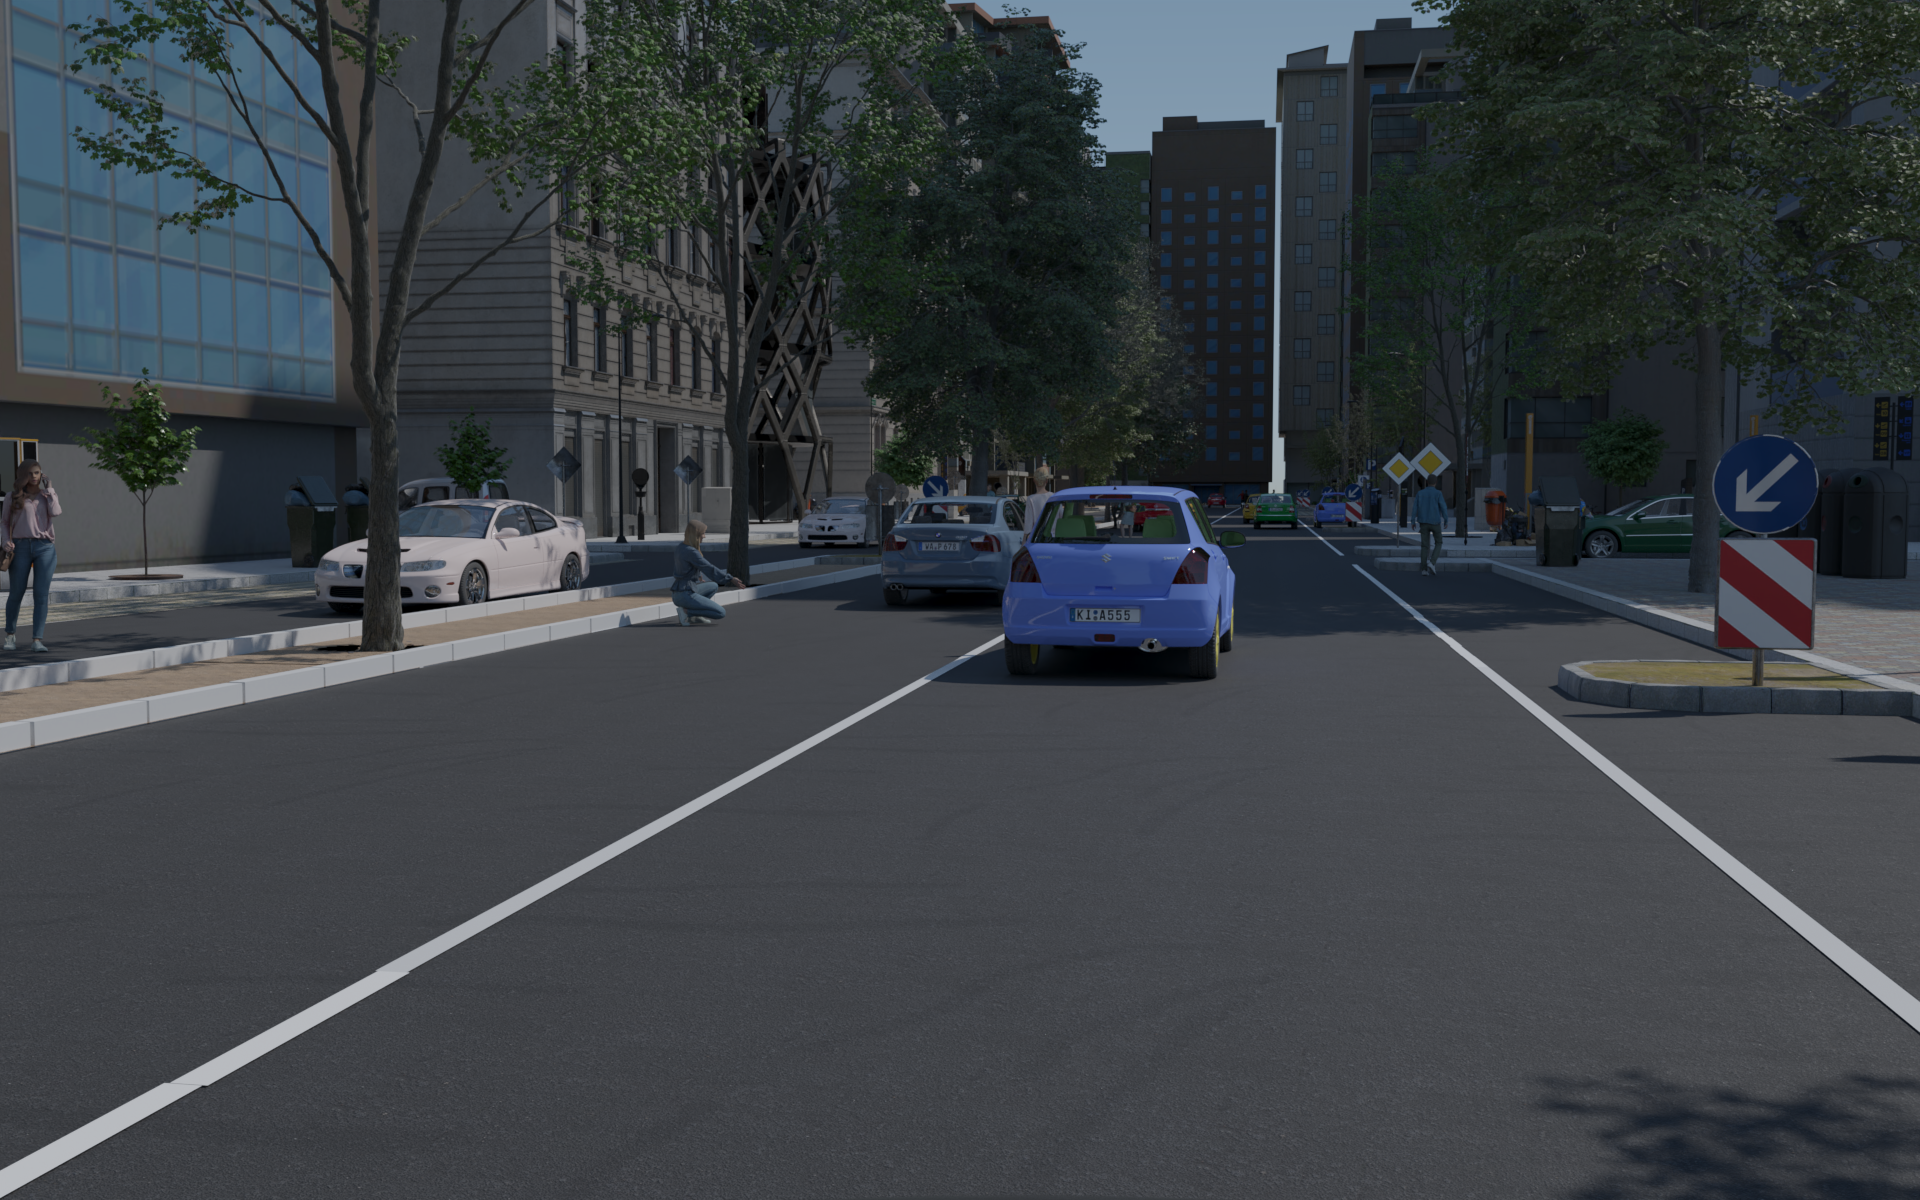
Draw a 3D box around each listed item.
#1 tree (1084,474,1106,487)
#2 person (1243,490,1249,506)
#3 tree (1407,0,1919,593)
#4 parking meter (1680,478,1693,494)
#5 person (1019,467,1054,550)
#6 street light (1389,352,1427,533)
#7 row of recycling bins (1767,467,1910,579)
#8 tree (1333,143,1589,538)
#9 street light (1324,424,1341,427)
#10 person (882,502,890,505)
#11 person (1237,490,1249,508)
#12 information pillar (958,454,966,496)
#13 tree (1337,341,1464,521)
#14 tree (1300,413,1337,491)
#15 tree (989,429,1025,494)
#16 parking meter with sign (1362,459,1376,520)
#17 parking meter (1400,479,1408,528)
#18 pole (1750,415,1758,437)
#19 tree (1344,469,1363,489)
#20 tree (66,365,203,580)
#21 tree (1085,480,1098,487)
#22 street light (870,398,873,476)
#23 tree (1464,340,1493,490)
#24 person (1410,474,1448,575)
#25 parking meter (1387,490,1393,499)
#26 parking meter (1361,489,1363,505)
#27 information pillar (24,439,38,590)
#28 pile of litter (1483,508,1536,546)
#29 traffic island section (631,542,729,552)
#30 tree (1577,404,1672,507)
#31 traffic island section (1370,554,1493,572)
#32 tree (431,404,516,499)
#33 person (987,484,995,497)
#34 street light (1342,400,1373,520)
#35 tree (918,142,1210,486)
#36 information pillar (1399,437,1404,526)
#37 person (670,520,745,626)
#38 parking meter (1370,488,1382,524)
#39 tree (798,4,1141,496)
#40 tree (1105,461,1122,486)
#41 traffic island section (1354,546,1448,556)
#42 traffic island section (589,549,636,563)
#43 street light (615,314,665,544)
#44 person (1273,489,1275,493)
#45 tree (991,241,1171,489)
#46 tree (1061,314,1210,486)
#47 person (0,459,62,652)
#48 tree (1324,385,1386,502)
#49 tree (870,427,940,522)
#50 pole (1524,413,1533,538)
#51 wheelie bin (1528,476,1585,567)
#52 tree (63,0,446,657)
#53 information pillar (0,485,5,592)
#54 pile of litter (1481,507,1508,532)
[{"bbox_3d":[13.362,-11.793,176.535,4.285,4.588,4.351,0,3,0],"label":"tree"},{"bbox_3d":[25.226,-8.807,152.516,0.705,1.821,1.348,-2,4,-24],"label":"person"},{"bbox_3d":[9.383,-6.384,22.511,7.486,12.596,7.792,0,3,0],"label":"tree"},{"bbox_3d":[26.054,-3.452,62.145,0.255,1.863,0.399,0,4,-8],"label":"parking meter"},{"bbox_3d":[1.114,-0.655,19.884,0.731,1.740,0.598,-3,5,-42],"label":"person"},{"bbox_3d":[14.690,-5.155,56.830,1.470,5.913,1.316,1,4,10],"label":"street light"},{"bbox_3d":[14.064,-1.266,27.807,1.069,1.692,3.534,0,4,2],"label":"row of recycling bins"},{"bbox_3d":[14.787,-7.648,50.803,9.928,11.665,9.643,0,3,0],"label":"tree"},{"bbox_3d":[24.888,-8.716,115.045,1.470,5.913,1.316,1,4,10],"label":"street light"},{"bbox_3d":[-2.456,-2.754,54.539,0.512,1.701,0.522,0,4,-8],"label":"person"},{"bbox_3d":[29.637,-10.585,181.502,1.348,1.831,0.705,0,4,-5],"label":"person"},{"bbox_3d":[0.106,-6.636,99.855,0.504,3.616,0.183,2,4,34],"label":"information pillar"},{"bbox_3d":[20.927,-8.067,82.255,4.737,8.622,4.395,0,3,0],"label":"tree"},{"bbox_3d":[33.248,-12.615,156.624,4.737,8.622,4.395,0,3,0],"label":"tree"},{"bbox_3d":[3.501,-10.145,116.231,4.360,8.622,3.978,0,3,0],"label":"tree"},{"bbox_3d":[20.653,-5.584,87.557,0.543,3.016,1.738,0,4,4],"label":"parking meter with sign"},{"bbox_3d":[16.914,-3.686,65.970,0.255,1.863,0.399,1,4,13],"label":"parking meter"},{"bbox_3d":[20.521,-3.119,44.843,0.158,3.312,0.155,0,3,0],"label":"pole"},{"bbox_3d":[27.049,-7.614,119.093,1.663,3.219,1.824,0,3,0],"label":"tree"},{"bbox_3d":[-12.191,-1.926,26.099,1.663,3.219,1.824,0,3,0],"label":"tree"},{"bbox_3d":[12.534,-10.629,168.378,1.663,3.219,1.824,0,3,0],"label":"tree"},{"bbox_3d":[-3.251,-6.199,73.899,1.470,5.913,1.316,1,4,10],"label":"street light"},{"bbox_3d":[25.916,-8.147,83.562,4.737,8.622,4.395,0,3,0],"label":"tree"},{"bbox_3d":[8.245,-1.320,30.418,0.601,1.785,0.444,2,4,32],"label":"person"},{"bbox_3d":[27.486,-6.253,110.644,0.372,1.533,0.369,0,3,0],"label":"parking meter"},{"bbox_3d":[21.762,-5.181,93.115,0.372,1.533,0.369,0,3,0],"label":"parking meter"},{"bbox_3d":[-12.585,-1.147,23.252,0.304,2.012,0.304,1,4,14],"label":"information pillar"},{"bbox_3d":[13.969,-1.766,42.839,1.719,0.858,1.176,1,4,11],"label":"pile of litter"},{"bbox_3d":[-6.990,-1.357,44.463,2.009,0.180,2.903,1,4,10],"label":"traffic island section"},{"bbox_3d":[24.342,-4.880,63.503,4.285,4.588,4.351,0,3,0],"label":"tree"},{"bbox_3d":[9.094,-0.688,33.523,2.009,0.180,2.903,1,4,10],"label":"traffic island section"},{"bbox_3d":[-10.443,-2.622,37.470,1.663,3.219,1.824,0,3,0],"label":"tree"},{"bbox_3d":[1.213,-3.700,68.861,0.748,1.841,0.638,-2,4,-33],"label":"person"},{"bbox_3d":[19.863,-6.936,85.937,1.470,5.913,1.316,1,4,10],"label":"street light"},{"bbox_3d":[2.790,-8.997,59.927,12.009,13.543,11.850,0,3,0],"label":"tree"},{"bbox_3d":[17.955,-4.841,70.507,0.183,3.616,0.504,2,4,29],"label":"information pillar"},{"bbox_3d":[-2.856,-0.313,19.120,0.738,1.151,1.012,-1,4,-21],"label":"person"},{"bbox_3d":[17.995,-4.078,75.087,0.372,1.533,0.369,0,3,0],"label":"parking meter"},{"bbox_3d":[0.469,-8.400,46.446,9.857,13.997,8.962,0,3,0],"label":"tree"},{"bbox_3d":[17.063,-14.799,192.333,4.360,8.622,3.978,0,3,0],"label":"tree"},{"bbox_3d":[10.481,-1.169,41.387,2.009,0.180,2.903,1,4,10],"label":"traffic island section"},{"bbox_3d":[-8.378,-0.876,36.599,2.009,0.180,2.903,1,4,10],"label":"traffic island section"},{"bbox_3d":[-8.281,-4.420,44.801,1.470,5.913,1.316,1,4,10],"label":"street light"},{"bbox_3d":[25.083,-7.937,138.357,1.348,1.812,0.705,-1,4,-23],"label":"person"},{"bbox_3d":[5.326,-9.578,77.178,7.486,12.596,7.792,0,3,0],"label":"tree"},{"bbox_3d":[9.567,-11.067,100.409,9.611,12.733,9.660,0,3,0],"label":"tree"},{"bbox_3d":[-8.566,-0.415,15.872,0.593,1.750,0.643,-2,4,-30],"label":"person"},{"bbox_3d":[25.492,-9.847,111.365,4.360,8.622,3.978,0,3,0],"label":"tree"},{"bbox_3d":[-2.475,-5.962,81.187,4.285,4.588,4.351,0,3,0],"label":"tree"},{"bbox_3d":[14.385,-3.057,43.829,0.158,3.312,0.155,0,3,0],"label":"pole"},{"bbox_3d":[10.564,-1.399,30.778,0.980,1.594,0.693,0,4,0],"label":"wheelie bin"},{"bbox_3d":[-5.185,-5.327,15.305,9.928,11.665,9.643,0,3,0],"label":"tree"},{"bbox_3d":[-12.506,-1.115,22.729,0.304,2.012,0.304,-3,5,-41],"label":"information pillar"},{"bbox_3d":[18.392,-2.719,58.417,1.719,0.858,1.176,2,4,25],"label":"pile of litter"}]
